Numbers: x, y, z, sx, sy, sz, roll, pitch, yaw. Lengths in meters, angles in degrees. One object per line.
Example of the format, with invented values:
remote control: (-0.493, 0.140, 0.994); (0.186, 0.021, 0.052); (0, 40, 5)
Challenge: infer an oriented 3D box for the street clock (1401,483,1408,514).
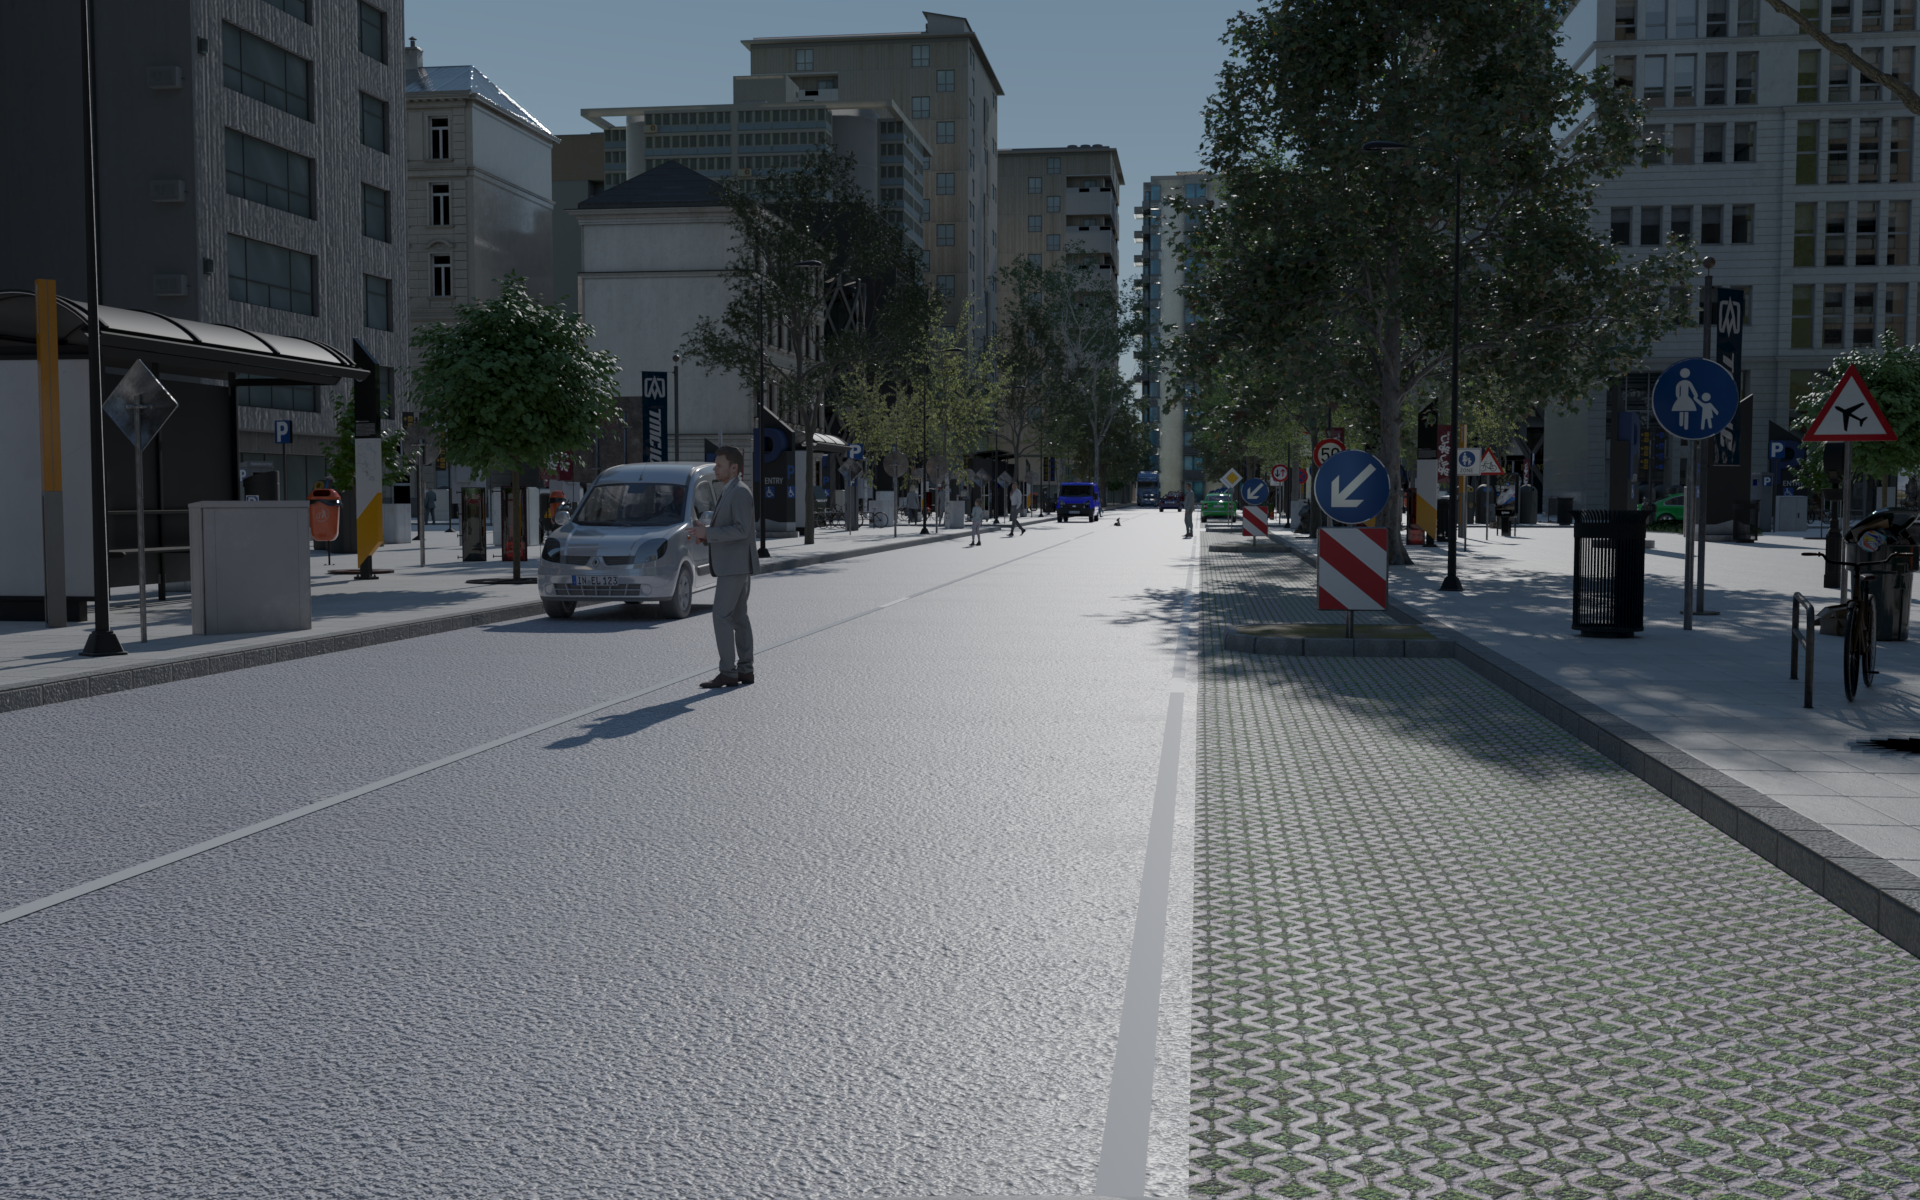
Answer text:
street clock: (28.870, -6.607, 112.602); (0.358, 2.002, 0.471); (3, 5, 43)

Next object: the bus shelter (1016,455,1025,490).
bus shelter: (2.697, -6.868, 103.576); (1.731, 3.624, 6.357); (0, 4, 8)

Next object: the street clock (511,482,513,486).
street clock: (-24.585, -5.573, 95.696); (0.471, 2.002, 0.358); (3, 4, 36)

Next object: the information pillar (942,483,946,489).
information pillar: (-1.514, -8.882, 149.715); (0.304, 2.012, 0.304); (1, 4, 22)

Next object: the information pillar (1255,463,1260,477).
information pillar: (20.178, -7.739, 117.893); (0.504, 3.616, 0.183); (-1, 4, -16)

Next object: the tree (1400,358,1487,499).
tree: (25.068, -8.527, 89.773); (4.737, 8.622, 4.395); (0, 3, 0)

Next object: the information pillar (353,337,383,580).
information pillar: (-8.849, -2.111, 25.875); (0.504, 3.616, 0.183); (2, 4, 31)

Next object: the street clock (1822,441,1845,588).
street clock: (11.933, -1.166, 23.627); (0.358, 2.002, 0.471); (3, 5, 40)

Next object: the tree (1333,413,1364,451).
tree: (30.471, -11.623, 140.395); (4.737, 8.622, 4.395); (0, 3, 0)

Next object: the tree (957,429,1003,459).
tree: (1.309, -11.707, 141.764); (4.737, 8.622, 4.395); (0, 3, 0)

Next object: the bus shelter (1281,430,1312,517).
bus shelter: (19.258, -7.434, 99.173); (2.179, 5.291, 8.768); (0, 4, 8)

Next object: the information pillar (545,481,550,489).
information pillar: (-22.427, -5.506, 94.514); (0.304, 2.012, 0.304); (1, 4, 17)

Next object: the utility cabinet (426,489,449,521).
utility cabinet: (-24.893, -4.524, 82.653); (1.173, 1.500, 0.318); (1, 4, 19)

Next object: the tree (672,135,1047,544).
tree: (-3.631, -6.719, 44.265); (8.767, 10.594, 7.601); (3, 4, 37)

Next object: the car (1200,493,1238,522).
car: (13.270, -4.888, 88.718); (1.959, 1.807, 4.718); (1, 4, 9)

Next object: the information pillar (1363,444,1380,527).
information pillar: (10.262, -3.151, 42.875); (0.504, 3.616, 0.183); (0, 4, -2)

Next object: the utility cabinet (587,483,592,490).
utility cabinet: (-6.826, -1.580, 34.516); (1.173, 1.500, 0.318); (1, 4, 17)

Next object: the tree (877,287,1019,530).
tree: (-0.222, -6.850, 62.355); (4.360, 8.622, 3.978); (0, 3, 0)

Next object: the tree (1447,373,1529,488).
tree: (25.136, -8.002, 81.202); (4.360, 8.622, 3.978); (0, 3, 0)

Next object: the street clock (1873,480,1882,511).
street clock: (32.760, -3.497, 61.749); (0.358, 2.002, 0.471); (0, 4, 4)

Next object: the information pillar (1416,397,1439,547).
information pillar: (11.283, -3.083, 41.767); (0.504, 3.616, 0.183); (2, 4, 28)

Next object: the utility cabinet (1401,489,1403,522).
utility cabinet: (19.740, -4.249, 78.157); (0.318, 1.500, 1.173); (0, 4, 7)

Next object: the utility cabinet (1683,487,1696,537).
utility cabinet: (21.722, -2.554, 50.442); (1.173, 1.500, 0.318); (1, 4, 22)

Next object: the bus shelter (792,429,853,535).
bus shelter: (-4.988, -3.804, 56.126); (2.014, 3.302, 5.546); (0, 4, 8)

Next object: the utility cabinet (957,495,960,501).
utility cabinet: (-0.548, -7.771, 138.217); (1.020, 1.237, 0.306); (0, 4, 3)

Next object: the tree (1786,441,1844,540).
tree: (24.255, -3.325, 48.967); (1.663, 3.219, 1.824); (0, 3, 0)

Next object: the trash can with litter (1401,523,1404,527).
trash can with litter: (15.986, -3.246, 64.462); (1.055, 1.170, 0.624); (1, 4, 21)

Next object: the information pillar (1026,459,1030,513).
information pillar: (4.497, -7.534, 114.530); (0.183, 3.616, 0.504); (-2, 4, -27)

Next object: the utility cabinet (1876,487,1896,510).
utility cabinet: (29.577, -2.810, 54.616); (1.173, 1.500, 0.318); (3, 4, 37)

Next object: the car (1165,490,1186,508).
car: (22.614, -10.576, 181.592); (2.281, 1.827, 5.304); (0, 4, 8)

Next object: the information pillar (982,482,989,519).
information pillar: (1.279, -5.075, 87.473); (0.304, 2.012, 0.304); (-2, 4, -25)

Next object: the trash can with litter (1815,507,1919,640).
trash can with litter: (8.015, -0.248, 15.442); (0.624, 1.170, 1.055); (0, 4, -8)

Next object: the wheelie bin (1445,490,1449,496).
wheelie bin: (24.768, -4.835, 86.960); (0.980, 1.594, 0.693); (-3, 5, -41)

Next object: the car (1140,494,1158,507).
car: (20.750, -10.902, 190.242); (2.014, 1.417, 4.499); (0, 4, 8)

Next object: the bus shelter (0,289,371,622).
bus shelter: (-9.002, -1.587, 19.878); (2.014, 3.302, 5.546); (0, 4, 8)

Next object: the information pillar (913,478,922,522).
information pillar: (-1.946, -4.580, 79.380); (0.304, 2.012, 0.304); (-1, 4, -22)

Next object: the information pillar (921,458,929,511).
information pillar: (-2.312, -7.499, 113.969); (0.504, 3.616, 0.183); (0, 4, 0)

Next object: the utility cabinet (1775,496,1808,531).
utility cabinet: (28.575, -2.959, 59.545); (1.020, 1.237, 0.306); (0, 4, -7)

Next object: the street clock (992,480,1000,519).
street clock: (1.858, -5.188, 89.391); (0.358, 2.002, 0.471); (2, 4, 35)

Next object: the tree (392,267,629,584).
tree: (-6.552, -2.533, 25.125); (4.285, 4.588, 4.351); (0, 3, 0)

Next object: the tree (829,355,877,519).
tree: (-4.698, -8.575, 90.570); (4.360, 8.622, 3.978); (0, 3, 0)

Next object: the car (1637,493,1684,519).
car: (28.530, -3.558, 66.966); (4.718, 1.807, 1.959); (1, 4, 9)

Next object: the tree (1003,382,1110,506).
tree: (6.167, -9.792, 110.461); (4.737, 8.622, 4.395); (0, 3, 0)

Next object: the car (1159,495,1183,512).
car: (16.853, -7.703, 138.525); (1.945, 1.354, 3.894); (1, 4, 9)

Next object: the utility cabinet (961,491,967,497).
utility cabinet: (0.651, -7.774, 135.783); (1.173, 1.500, 0.318); (1, 4, 9)

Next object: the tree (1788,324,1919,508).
tree: (17.994, -3.060, 33.744); (4.285, 4.588, 4.351); (0, 3, 0)

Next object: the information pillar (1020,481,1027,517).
information pillar: (3.522, -5.613, 96.267); (0.304, 2.012, 0.304); (3, 5, 43)

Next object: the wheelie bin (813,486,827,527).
wheelie bin: (-5.628, -3.626, 67.197); (0.693, 1.594, 0.980); (3, 5, 41)

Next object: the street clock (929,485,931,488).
street clock: (-2.591, -8.393, 141.795); (0.358, 2.002, 0.471); (-2, 4, -28)

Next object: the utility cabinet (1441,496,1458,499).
utility cabinet: (18.061, -3.232, 64.004); (0.306, 1.237, 1.020); (0, 4, -4)

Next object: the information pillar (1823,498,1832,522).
information pillar: (39.485, -4.542, 78.760); (0.304, 2.012, 0.304); (3, 4, 36)

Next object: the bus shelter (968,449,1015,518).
bus shelter: (1.660, -6.303, 94.340); (1.731, 3.624, 6.357); (0, 4, 8)

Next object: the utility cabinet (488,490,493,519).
utility cabinet: (-22.935, -4.740, 86.174); (1.173, 1.500, 0.318); (2, 4, 33)

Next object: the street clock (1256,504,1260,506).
street clock: (15.589, -5.257, 90.527); (0.358, 2.002, 0.471); (-2, 4, -34)

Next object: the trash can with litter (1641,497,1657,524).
trash can with litter: (25.280, -3.151, 62.898); (1.055, 1.170, 0.624); (2, 4, 23)

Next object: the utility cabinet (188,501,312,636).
utility cabinet: (-6.593, -0.302, 16.106); (0.306, 1.237, 1.020); (3, 5, 43)

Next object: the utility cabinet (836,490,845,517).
utility cabinet: (-6.852, -5.378, 96.613); (1.173, 1.500, 0.318); (3, 5, 45)

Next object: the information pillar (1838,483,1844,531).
information pillar: (30.769, -3.413, 60.290); (0.304, 2.012, 0.304); (1, 4, 12)
